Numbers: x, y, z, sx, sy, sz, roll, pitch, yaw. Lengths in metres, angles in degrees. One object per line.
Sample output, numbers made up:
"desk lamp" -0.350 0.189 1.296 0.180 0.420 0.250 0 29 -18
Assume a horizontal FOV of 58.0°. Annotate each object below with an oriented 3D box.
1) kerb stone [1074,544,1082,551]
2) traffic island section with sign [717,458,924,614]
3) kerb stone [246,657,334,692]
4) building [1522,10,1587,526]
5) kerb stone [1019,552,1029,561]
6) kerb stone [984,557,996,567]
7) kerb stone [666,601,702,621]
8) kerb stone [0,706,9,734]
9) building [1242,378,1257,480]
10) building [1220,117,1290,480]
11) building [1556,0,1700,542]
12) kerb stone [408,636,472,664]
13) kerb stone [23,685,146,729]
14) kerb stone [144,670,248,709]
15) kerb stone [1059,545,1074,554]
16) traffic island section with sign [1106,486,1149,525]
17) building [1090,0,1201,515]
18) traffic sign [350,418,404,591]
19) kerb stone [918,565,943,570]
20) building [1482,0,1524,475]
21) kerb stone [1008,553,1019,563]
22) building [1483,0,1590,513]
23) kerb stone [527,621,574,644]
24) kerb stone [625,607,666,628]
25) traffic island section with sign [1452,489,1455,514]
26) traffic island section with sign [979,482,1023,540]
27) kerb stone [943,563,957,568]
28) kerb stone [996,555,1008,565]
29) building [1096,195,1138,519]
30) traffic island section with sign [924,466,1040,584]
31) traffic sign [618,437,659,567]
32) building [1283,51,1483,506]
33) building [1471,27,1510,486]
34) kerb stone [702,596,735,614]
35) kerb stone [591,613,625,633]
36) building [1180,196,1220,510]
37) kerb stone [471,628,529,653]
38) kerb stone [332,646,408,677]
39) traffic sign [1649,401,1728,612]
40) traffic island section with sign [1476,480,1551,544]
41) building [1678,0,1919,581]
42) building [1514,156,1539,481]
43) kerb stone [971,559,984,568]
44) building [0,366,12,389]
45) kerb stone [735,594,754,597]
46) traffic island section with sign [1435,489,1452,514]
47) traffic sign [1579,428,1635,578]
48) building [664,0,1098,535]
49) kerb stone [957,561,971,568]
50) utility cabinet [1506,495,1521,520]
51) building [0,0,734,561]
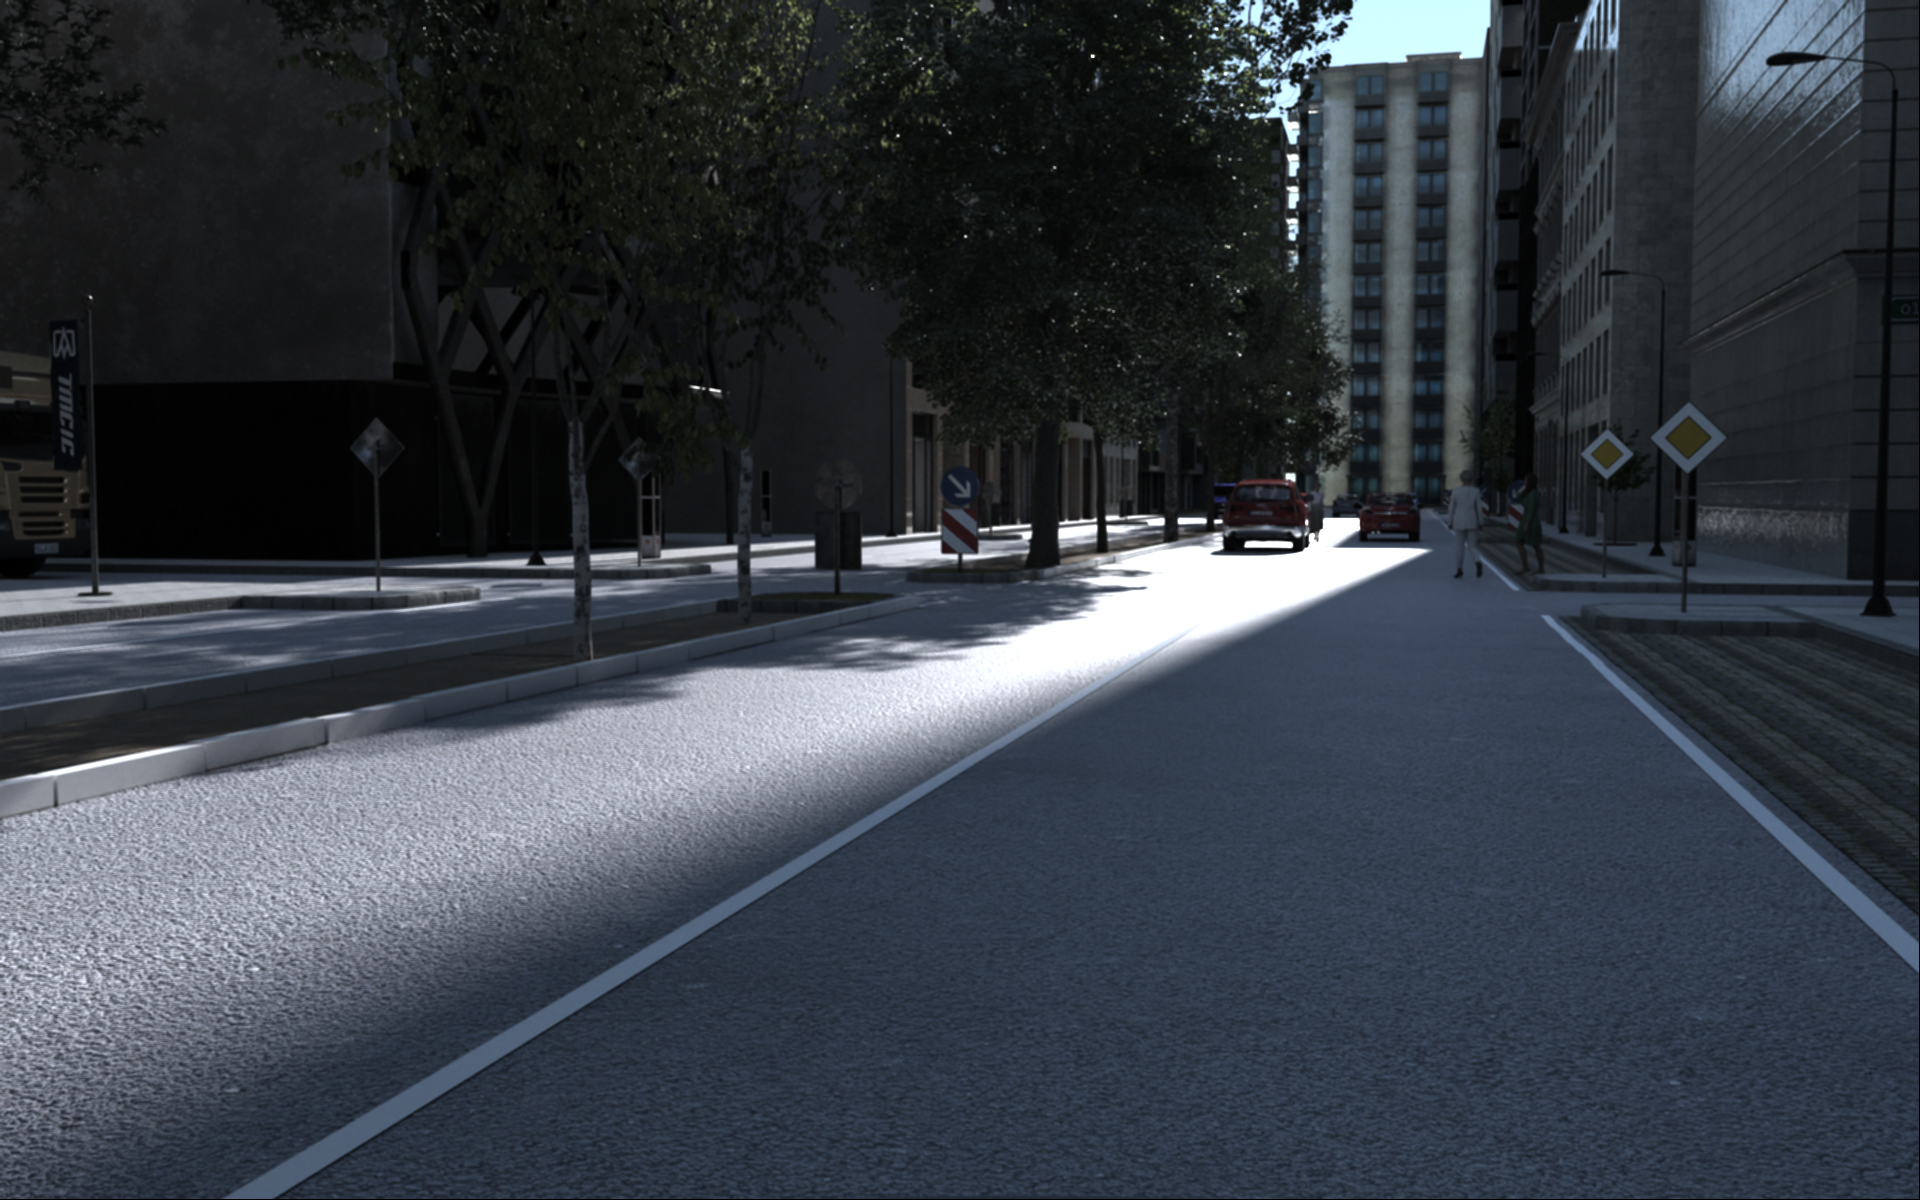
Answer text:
"kerb stone" 2.818 -1.283 43.216 0.120 0.150 1.000 1 4 15
"traffic island section with sign" -1.719 -0.820 21.548 2.006 1.907 1.989 1 4 15
"kerb stone" -5.058 0.565 12.959 0.120 0.150 1.000 1 4 15
"building" 29.681 -14.368 71.077 11.583 22.565 21.152 1 4 15
"kerb stone" 1.265 -0.922 37.267 0.120 0.150 1.000 1 4 15
"kerb stone" 0.493 -0.738 34.284 0.120 0.150 1.000 1 4 15
"kerb stone" -3.250 0.140 19.901 0.120 0.150 1.000 1 4 15
"kerb stone" -5.831 0.747 9.989 0.120 0.150 1.000 1 4 15
"building" 13.225 -19.812 168.973 28.899 21.520 27.650 1 4 15
"building" 29.066 -31.137 192.682 14.086 41.232 14.154 1 4 15
"building" 24.573 -12.117 52.871 10.420 20.320 16.860 1 4 15
"kerb stone" -4.545 0.448 14.940 0.120 0.150 1.000 1 4 15
"kerb stone" -5.581 0.686 10.980 0.120 0.150 1.000 1 4 15
"kerb stone" -5.317 0.626 11.967 0.120 0.150 1.000 1 4 15
"kerb stone" 2.555 -1.224 42.223 0.120 0.150 1.000 1 4 15
"traffic island section with sign" 7.749 -4.416 80.835 1.989 1.847 2.006 1 4 15
"building" 4.678 -28.450 119.786 22.147 44.769 28.867 1 4 15
"traffic sign" -7.669 -1.171 22.787 0.795 2.450 0.064 1 4 15
"kerb stone" -0.539 -0.492 30.323 0.120 0.150 1.000 1 4 15
"building" 57.157 -33.701 140.250 28.713 52.752 27.495 1 4 15
"kerb stone" 1.016 -0.858 36.270 0.120 0.150 1.000 1 4 15
"building" 47.034 -41.510 116.938 20.563 71.187 20.611 1 4 15
"kerb stone" -4.028 0.322 16.932 0.120 0.150 1.000 1 4 15
"kerb stone" -3.503 0.201 18.911 0.120 0.150 1.000 1 4 15
"traffic island section with sign" 23.011 -4.173 76.855 1.989 1.847 2.006 1 4 15
"traffic island section with sign" 0.902 -2.808 54.541 1.989 1.847 2.006 1 4 15
"kerb stone" -0.282 -0.556 31.313 0.120 0.150 1.000 1 4 15
"kerb stone" 0.756 -0.800 35.282 0.120 0.150 1.000 1 4 15
"building" 3.546 -14.794 96.638 10.420 20.320 16.860 1 4 15
"traffic island section with sign" 0.157 -1.259 28.715 2.006 1.907 1.989 1 4 15
"traffic sign" -5.657 -1.644 30.515 0.795 2.450 0.064 1 4 15
"building" 51.706 -34.949 191.021 30.456 49.044 23.786 1 4 15
"building" 56.020 -31.343 162.575 14.600 45.320 14.200 1 4 15
"kerb stone" -2.992 0.080 20.892 0.120 0.150 1.000 1 4 15
"kerb stone" -3.768 0.264 17.921 0.120 0.150 1.000 1 4 15
"building" 13.332 -22.534 140.137 14.160 30.474 14.107 1 4 15
"kerb stone" -4.292 0.387 15.944 0.120 0.150 1.000 1 4 15
"kerb stone" -4.798 0.504 13.950 0.120 0.150 1.000 1 4 15
"traffic sign" 7.854 -0.923 18.739 0.795 2.450 0.064 1 4 15
"traffic island section with sign" 16.221 -2.577 50.766 1.989 1.847 2.006 1 4 15
"building" 35.950 -15.335 27.149 44.131 29.872 17.030 1 4 15
"building" 35.461 -15.840 88.662 12.332 23.373 15.834 1 4 15
"kerb stone" 0.238 -0.679 33.294 0.120 0.150 1.000 1 4 15
"building" -29.507 -22.076 15.567 28.867 44.769 22.147 1 4 15
"kerb stone" -2.737 0.022 21.882 0.120 0.150 1.000 1 4 15
"traffic island section with sign" 35.625 -7.138 125.340 1.989 1.847 2.006 1 4 15
"traffic sign" 9.866 -1.396 26.468 0.795 2.450 0.064 1 4 15
"building" -6.707 -16.397 72.610 19.350 26.468 34.151 1 4 15
"kerb stone" -0.023 -0.618 32.306 0.120 0.150 1.000 1 4 15
"utility cabinet" 27.049 -4.477 84.363 1.020 1.237 0.306 -3 4 -37
"building" -14.444 -10.671 41.919 16.820 18.784 16.811 1 4 15
